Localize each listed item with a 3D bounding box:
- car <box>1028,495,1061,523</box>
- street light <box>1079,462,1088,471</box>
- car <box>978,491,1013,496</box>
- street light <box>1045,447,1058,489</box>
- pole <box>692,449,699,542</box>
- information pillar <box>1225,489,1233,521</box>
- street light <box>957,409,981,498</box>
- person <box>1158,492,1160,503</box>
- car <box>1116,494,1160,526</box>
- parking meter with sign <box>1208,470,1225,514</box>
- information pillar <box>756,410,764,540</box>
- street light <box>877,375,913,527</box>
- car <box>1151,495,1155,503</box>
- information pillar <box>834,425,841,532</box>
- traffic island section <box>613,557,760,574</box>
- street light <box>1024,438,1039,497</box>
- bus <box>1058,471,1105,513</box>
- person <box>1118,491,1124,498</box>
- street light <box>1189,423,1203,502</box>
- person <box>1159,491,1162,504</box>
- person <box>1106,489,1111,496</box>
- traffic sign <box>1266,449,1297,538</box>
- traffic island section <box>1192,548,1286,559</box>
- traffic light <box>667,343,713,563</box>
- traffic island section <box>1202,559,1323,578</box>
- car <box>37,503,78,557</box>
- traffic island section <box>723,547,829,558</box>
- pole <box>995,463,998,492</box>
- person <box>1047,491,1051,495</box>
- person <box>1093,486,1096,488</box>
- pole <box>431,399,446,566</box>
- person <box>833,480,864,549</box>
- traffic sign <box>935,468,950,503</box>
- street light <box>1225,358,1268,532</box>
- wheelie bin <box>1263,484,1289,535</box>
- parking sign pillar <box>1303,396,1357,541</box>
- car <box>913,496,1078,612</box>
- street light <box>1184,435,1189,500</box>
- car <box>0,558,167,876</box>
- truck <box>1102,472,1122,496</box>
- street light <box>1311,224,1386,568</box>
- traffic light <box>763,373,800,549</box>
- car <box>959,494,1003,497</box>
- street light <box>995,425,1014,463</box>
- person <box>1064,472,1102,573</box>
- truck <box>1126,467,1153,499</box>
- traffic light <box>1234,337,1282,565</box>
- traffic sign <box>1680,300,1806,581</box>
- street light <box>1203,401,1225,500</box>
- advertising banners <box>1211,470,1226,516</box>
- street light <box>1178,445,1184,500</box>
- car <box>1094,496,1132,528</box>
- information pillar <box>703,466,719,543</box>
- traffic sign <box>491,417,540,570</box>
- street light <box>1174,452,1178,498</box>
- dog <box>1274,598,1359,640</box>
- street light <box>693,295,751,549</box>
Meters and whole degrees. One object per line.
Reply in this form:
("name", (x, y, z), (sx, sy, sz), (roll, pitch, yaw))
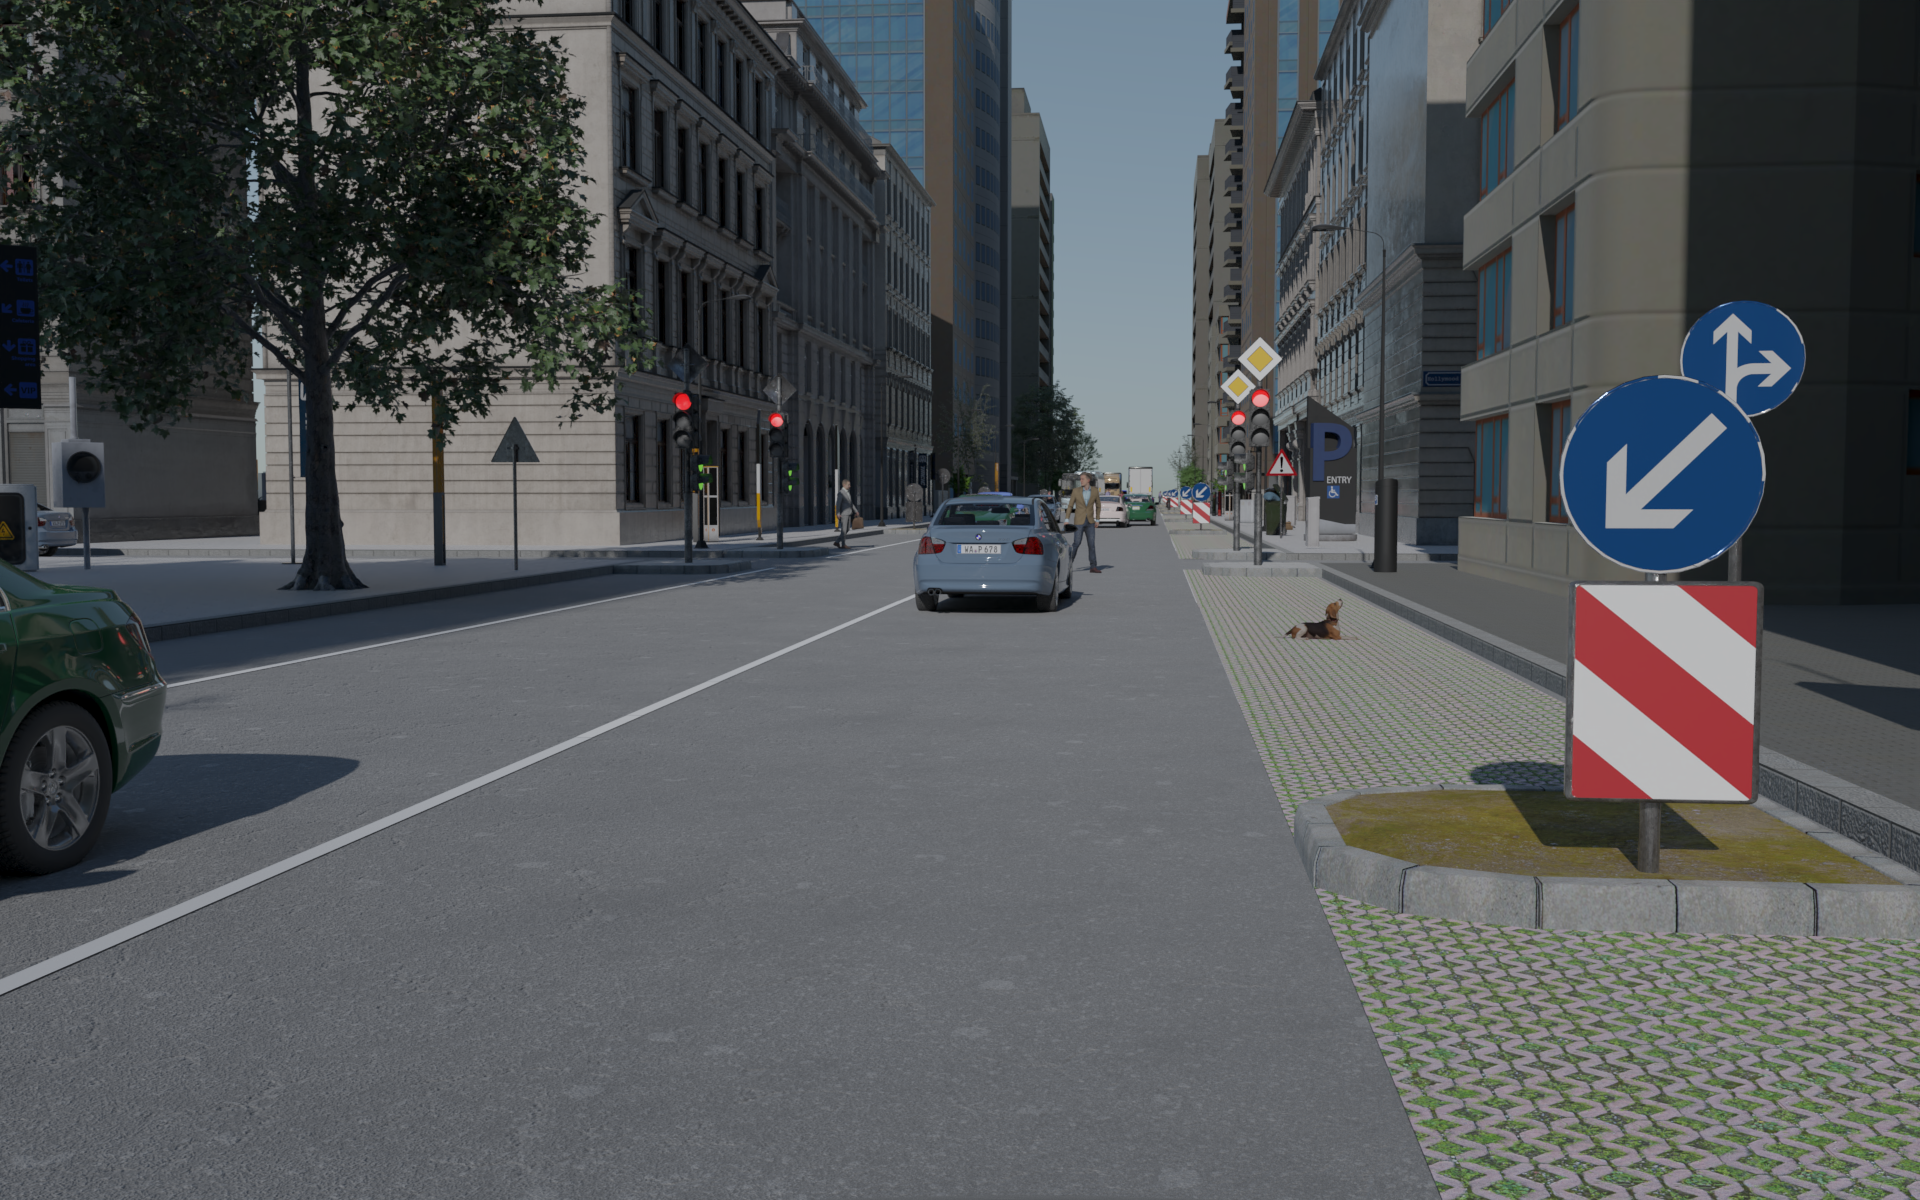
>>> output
("car", (3.958, -4.453, 84.812), (2.014, 1.417, 4.499), (0, 4, 8))
("street light", (17.998, -17.164, 253.174), (1.470, 5.913, 1.316), (0, 4, 6))
("car", (1.101, -2.804, 55.439), (1.945, 1.707, 3.694), (0, 4, 4))
("street light", (9.004, -12.183, 171.730), (1.470, 5.913, 1.316), (0, 4, 6))
("pole", (-6.972, -3.181, 45.859), (0.158, 3.312, 0.155), (0, 3, 0))
("information pillar", (12.978, -4.836, 83.561), (0.304, 2.012, 0.304), (3, 5, 43))
("street light", (0.450, -7.476, 94.775), (1.470, 5.913, 1.316), (0, 4, 6))
("person", (30.665, -15.736, 266.590), (0.445, 1.727, 0.742), (0, 4, 8))
("car", (8.075, -4.132, 79.349), (2.131, 1.459, 4.920), (0, 4, 6))
("parking meter with sign", (16.581, -7.057, 111.643), (0.543, 3.016, 1.738), (-2, 4, -24))
("information pillar", (-5.555, -3.457, 47.882), (0.183, 3.616, 0.504), (0, 4, -1))
("street light", (-2.526, -5.822, 67.737), (1.470, 5.913, 1.316), (0, 4, 6))
("car", (28.084, -14.992, 257.691), (1.945, 1.354, 3.894), (0, 4, 7))
("information pillar", (-4.167, -4.128, 58.852), (0.183, 3.616, 0.504), (0, 4, 3))
("traffic island section", (-5.090, -0.617, 32.370), (2.009, 0.180, 2.903), (0, 4, 6))
("street light", (5.906, -10.519, 144.529), (1.470, 5.913, 1.316), (0, 4, 6))
("bus", (9.611, -8.556, 134.757), (2.948, 3.499, 13.247), (0, 4, 8))
("person", (14.569, -8.978, 156.010), (1.217, 1.743, 0.721), (0, 4, -1))
("street light", (15.962, -8.625, 113.561), (1.470, 5.913, 1.316), (0, 4, 6))
("person", (27.787, -14.138, 239.530), (0.599, 1.838, 0.709), (2, 4, 31))
("person", (10.924, -7.213, 126.296), (0.599, 1.838, 0.709), (3, 5, 40))
("traffic sign", (9.279, -3.058, 50.008), (0.884, 2.594, 0.081), (1, 4, 12))
("traffic island section", (6.269, -1.031, 39.140), (2.009, 0.180, 2.903), (0, 4, 6))
("traffic light", (-5.052, -2.649, 32.231), (0.839, 4.253, 0.868), (0, 4, 6))
("traffic island section", (5.386, -0.546, 31.204), (2.009, 0.180, 2.903), (0, 4, 6))
("car", (-22.050, -1.622, 38.524), (4.499, 1.417, 2.014), (0, 4, 7))
("traffic island section", (-4.207, -1.102, 40.306), (2.009, 0.180, 2.903), (0, 4, 6))
("pole", (2.406, -7.330, 113.695), (0.158, 3.312, 0.155), (0, 3, 0))
("person", (6.190, -6.674, 119.091), (0.593, 1.643, 0.415), (2, 4, 34))
("person", (6.359, -4.439, 81.165), (0.778, 1.811, 0.616), (2, 4, 30))
("pole", (-9.336, -2.273, 31.004), (0.158, 3.312, 0.155), (0, 3, 0))
("person", (-2.984, -2.248, 45.378), (0.853, 1.813, 0.709), (1, 4, 19))
("traffic sign", (-0.862, -5.239, 85.765), (0.768, 2.556, 0.104), (1, 4, 13))
("street light", (9.921, -5.303, 59.243), (1.470, 5.913, 1.316), (0, 4, 6))
("wheelie bin", (9.857, -2.827, 54.128), (0.693, 1.594, 0.980), (1, 4, 23))
("parking sign pillar", (10.173, -3.608, 47.467), (1.447, 3.967, 1.447), (0, 4, -5))
("car", (0.492, -0.637, 22.419), (2.014, 1.417, 4.499), (0, 4, 7))
("street light", (18.399, -9.938, 135.035), (1.470, 5.913, 1.316), (0, 4, 6))
("car", (-4.466, 0.396, 5.326), (2.131, 1.459, 4.920), (0, 4, 7))
("truck", (19.871, -14.568, 227.103), (2.839, 4.237, 11.283), (0, 4, 7))
("street light", (6.735, -3.508, 29.898), (1.470, 5.913, 1.316), (0, 4, 6))
("traffic light", (-4.169, -3.134, 40.167), (0.839, 4.253, 0.868), (0, 4, 6))
("car", (0.587, -2.206, 47.863), (2.131, 1.459, 4.920), (0, 4, 5))
("street light", (2.926, -8.793, 116.299), (1.470, 5.913, 1.316), (0, 4, 6))
("person", (2.226, -1.416, 31.558), (0.656, 1.842, 0.836), (-3, 5, -40))
("truck", (19.005, -11.860, 182.822), (2.839, 4.237, 11.283), (0, 4, 5))
("traffic light", (5.347, -2.579, 31.094), (0.839, 4.253, 0.868), (0, 4, 6))
("traffic sign", (5.166, -0.698, 11.511), (0.768, 2.556, 0.104), (1, 4, 13))
("street light", (13.030, -6.971, 86.518), (1.470, 5.913, 1.316), (0, 4, 6))
("advertising banners", (14.907, -6.313, 99.411), (0.090, 3.025, 2.074), (-1, 4, -16))
("street light", (21.516, -11.625, 162.605), (1.470, 5.913, 1.316), (0, 4, 6))
("car", (6.319, -3.806, 74.597), (2.083, 1.381, 4.827), (0, 4, 8))
("information pillar", (-6.596, -2.531, 45.877), (0.304, 2.012, 0.304), (-2, 4, -32))
("traffic sign", (-7.487, -1.782, 29.147), (0.884, 2.594, 0.081), (1, 4, 12))
("street light", (24.475, -13.279, 189.644), (1.470, 5.913, 1.316), (0, 4, 6))
("dog", (3.507, 0.192, 17.059), (0.550, 0.427, 0.748), (-3, 5, -40))
("street light", (-5.557, -4.161, 40.575), (1.470, 5.913, 1.316), (0, 4, 6))
